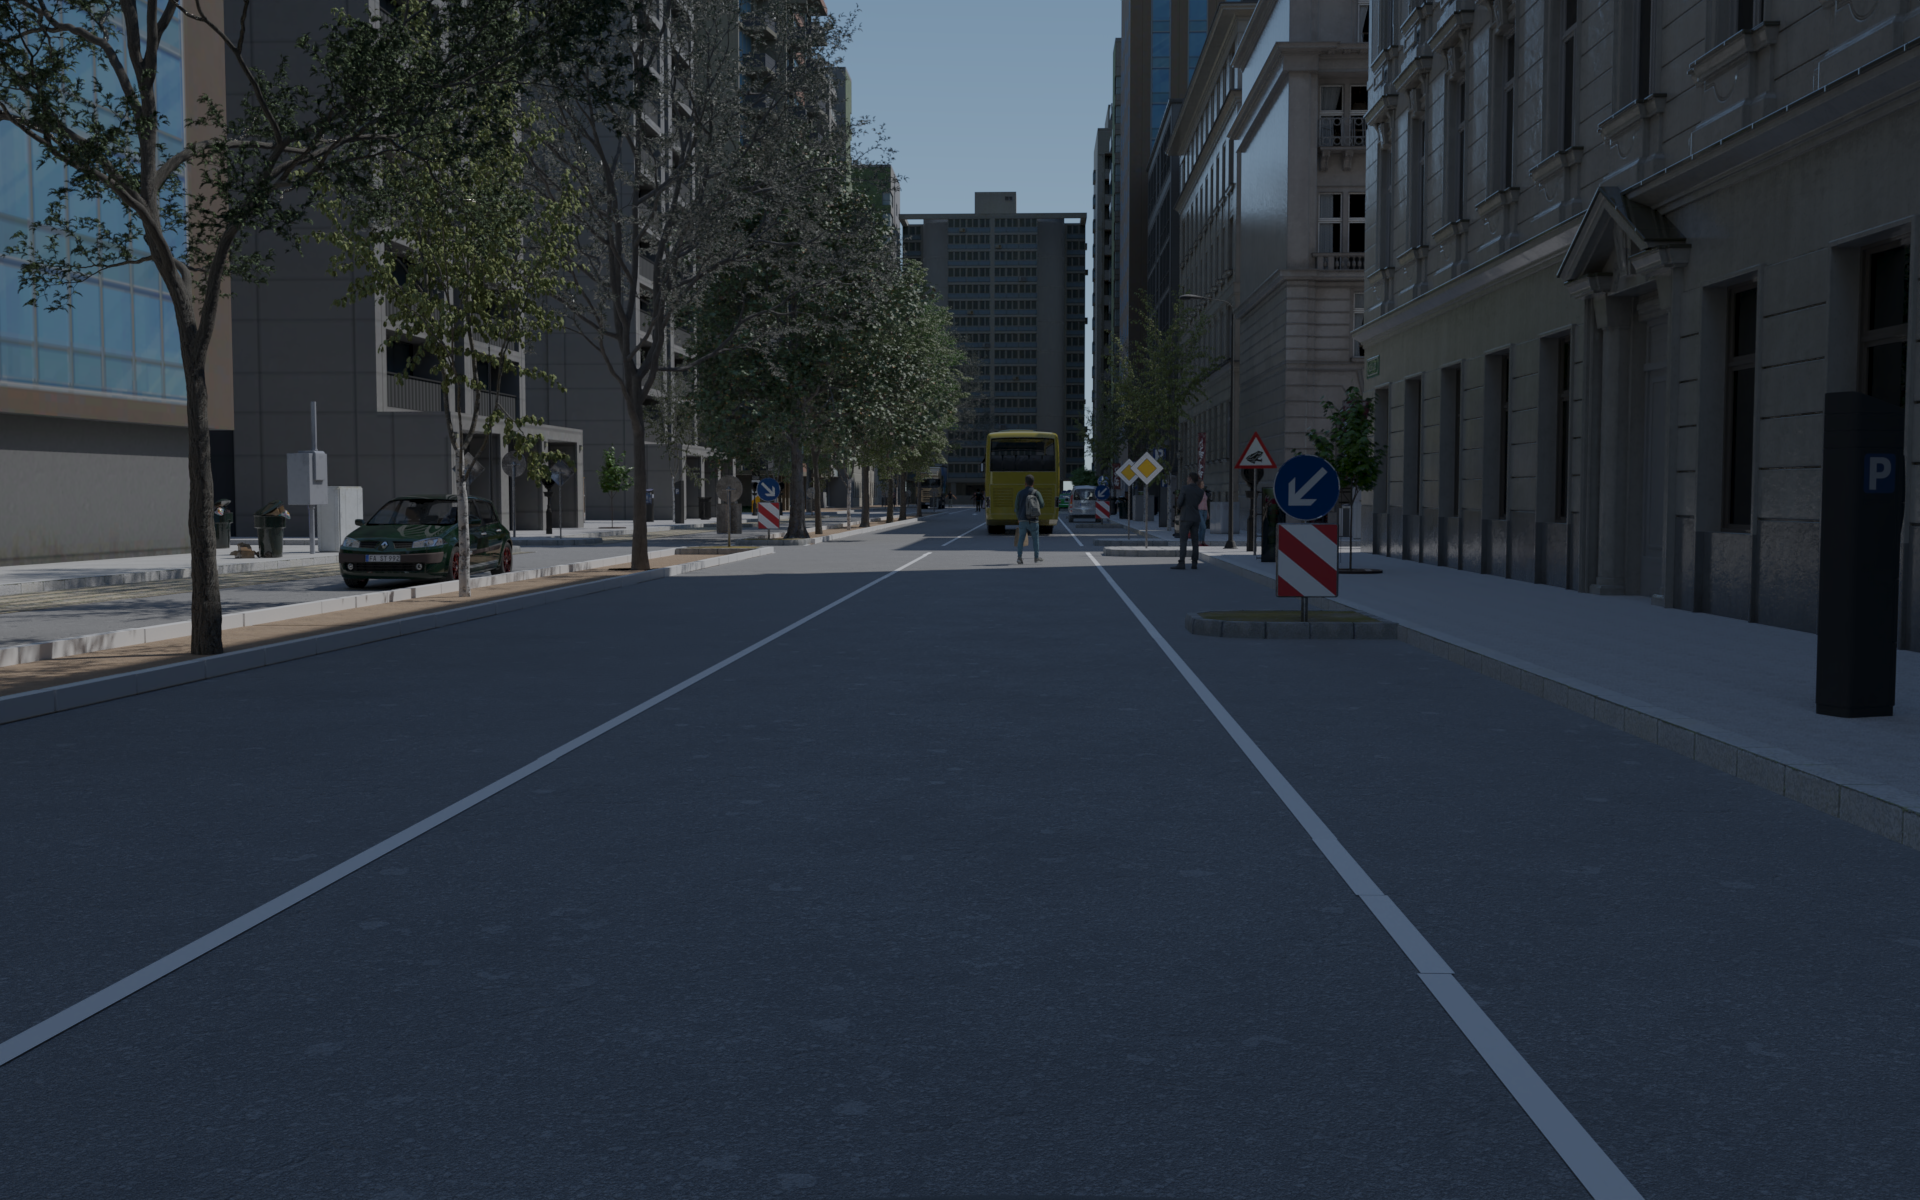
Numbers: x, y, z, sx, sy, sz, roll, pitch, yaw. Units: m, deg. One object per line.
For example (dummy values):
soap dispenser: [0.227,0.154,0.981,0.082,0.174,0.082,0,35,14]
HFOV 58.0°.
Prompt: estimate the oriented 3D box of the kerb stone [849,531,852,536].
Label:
kerb stone: [-3.842,-2.219,58.481,0.120,0.150,1.000,0,4,3]

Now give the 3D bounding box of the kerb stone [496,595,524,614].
kerb stone: [-5.537,0.069,21.063,0.120,0.150,1.000,0,4,3]

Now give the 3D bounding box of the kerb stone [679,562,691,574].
kerb stone: [-5.070,-0.557,31.312,0.120,0.150,1.000,0,4,3]

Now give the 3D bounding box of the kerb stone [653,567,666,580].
kerb stone: [-5.172,-0.432,29.252,0.120,0.150,1.000,0,4,3]

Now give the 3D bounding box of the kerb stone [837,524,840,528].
kerb stone: [-5.286,-3.094,72.918,0.120,0.150,1.000,0,4,3]

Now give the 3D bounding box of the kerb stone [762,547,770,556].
kerb stone: [-4.653,-1.121,40.532,0.120,0.150,1.000,0,4,3]

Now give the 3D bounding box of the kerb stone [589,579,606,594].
kerb stone: [-5.359,-0.176,25.151,0.120,0.150,1.000,0,4,3]

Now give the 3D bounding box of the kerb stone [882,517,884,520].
kerb stone: [-4.362,-4.354,93.408,0.120,0.150,1.000,0,4,3]

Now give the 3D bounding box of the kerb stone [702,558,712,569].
kerb stone: [-4.984,-0.683,33.360,0.120,0.150,1.000,0,4,3]

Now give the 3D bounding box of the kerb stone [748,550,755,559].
kerb stone: [-4.753,-0.992,38.481,0.120,0.150,1.000,0,4,3]

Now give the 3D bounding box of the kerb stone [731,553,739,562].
kerb stone: [-4.839,-0.869,36.435,0.120,0.150,1.000,0,4,3]

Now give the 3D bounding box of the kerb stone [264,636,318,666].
kerb stone: [-5.820,0.445,14.929,0.120,0.150,1.000,0,4,3]

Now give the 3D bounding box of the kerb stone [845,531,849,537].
kerb stone: [-3.882,-2.154,57.455,0.120,0.150,1.000,0,4,3]

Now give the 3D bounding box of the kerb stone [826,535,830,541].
kerb stone: [-4.120,-1.843,52.328,0.120,0.150,1.000,0,4,3]

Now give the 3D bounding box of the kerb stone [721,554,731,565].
kerb stone: [-4.886,-0.808,35.409,0.120,0.150,1.000,0,4,3]

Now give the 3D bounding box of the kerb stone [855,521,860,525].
kerb stone: [-4.908,-3.605,81.136,0.120,0.150,1.000,0,4,3]

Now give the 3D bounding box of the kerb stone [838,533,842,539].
kerb stone: [-3.980,-2.032,55.413,0.120,0.150,1.000,0,4,3]

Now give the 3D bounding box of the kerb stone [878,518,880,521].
kerb stone: [-4.446,-4.230,91.362,0.120,0.150,1.000,0,4,3]

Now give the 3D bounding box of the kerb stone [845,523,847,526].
kerb stone: [-5.150,-3.291,75.999,0.120,0.150,1.000,0,4,3]

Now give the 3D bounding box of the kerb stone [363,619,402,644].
kerb stone: [-5.735,0.323,16.977,0.120,0.150,1.000,0,4,3]

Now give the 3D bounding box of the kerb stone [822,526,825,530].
kerb stone: [-5.511,-2.789,67.800,0.120,0.150,1.000,0,4,3]

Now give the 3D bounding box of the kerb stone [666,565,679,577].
kerb stone: [-5.116,-0.494,30.275,0.120,0.150,1.000,0,4,3]

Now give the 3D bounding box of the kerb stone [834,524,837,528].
kerb stone: [-5.325,-3.037,71.896,0.120,0.150,1.000,0,4,3]

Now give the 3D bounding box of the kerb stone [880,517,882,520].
kerb stone: [-4.397,-4.291,92.383,0.120,0.150,1.000,0,4,3]

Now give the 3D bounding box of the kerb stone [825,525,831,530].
kerb stone: [-5.432,-2.914,69.843,0.120,0.150,1.000,0,4,3]

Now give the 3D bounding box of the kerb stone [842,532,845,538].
kerb stone: [-3.930,-2.085,56.434,0.120,0.150,1.000,0,4,3]

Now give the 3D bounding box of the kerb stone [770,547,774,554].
kerb stone: [-4.609,-1.184,41.553,0.120,0.150,1.000,0,4,3]

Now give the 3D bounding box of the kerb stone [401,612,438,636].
kerb stone: [-5.684,0.257,17.998,0.120,0.150,1.000,0,4,3]

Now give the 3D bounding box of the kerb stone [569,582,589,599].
kerb stone: [-5.398,-0.118,24.127,0.120,0.150,1.000,0,4,3]

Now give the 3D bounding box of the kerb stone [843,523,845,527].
kerb stone: [-5.193,-3.222,74.974,0.120,0.150,1.000,0,4,3]

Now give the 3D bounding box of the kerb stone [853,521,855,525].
kerb stone: [-5.007,-3.471,79.080,0.120,0.150,1.000,0,4,3]

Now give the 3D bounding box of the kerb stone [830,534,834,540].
kerb stone: [-4.074,-1.901,53.363,0.120,0.150,1.000,0,4,3]

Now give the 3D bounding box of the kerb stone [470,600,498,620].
kerb stone: [-5.594,0.138,20.043,0.120,0.150,1.000,0,4,3]

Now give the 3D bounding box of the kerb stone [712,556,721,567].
kerb stone: [-4.943,-0.746,34.387,0.120,0.150,1.000,0,4,3]

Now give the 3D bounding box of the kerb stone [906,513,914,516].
kerb stone: [-3.327,-5.728,115.918,0.120,0.150,1.000,0,4,3]

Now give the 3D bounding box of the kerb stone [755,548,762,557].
kerb stone: [-4.706,-1.055,39.506,0.120,0.150,1.000,0,4,3]

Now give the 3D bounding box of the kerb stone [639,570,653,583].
kerb stone: [-5.222,-0.368,28.224,0.120,0.150,1.000,0,4,3]

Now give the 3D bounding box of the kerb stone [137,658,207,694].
kerb stone: [-5.919,0.572,12.887,0.120,0.150,1.000,0,4,3]

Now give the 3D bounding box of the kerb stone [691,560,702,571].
kerb stone: [-5.028,-0.618,32.334,0.120,0.150,1.000,0,4,3]

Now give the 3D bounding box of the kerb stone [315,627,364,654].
kerb stone: [-5.773,0.382,15.956,0.120,0.150,1.000,0,4,3]

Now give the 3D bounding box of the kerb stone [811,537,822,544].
kerb stone: [-4.201,-1.717,50.282,0.120,0.150,1.000,0,4,3]

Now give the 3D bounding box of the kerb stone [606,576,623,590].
kerb stone: [-5.307,-0.243,26.171,0.120,0.150,1.000,0,4,3]

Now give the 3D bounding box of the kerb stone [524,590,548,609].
kerb stone: [-5.489,0.007,22.084,0.120,0.150,1.000,0,4,3]

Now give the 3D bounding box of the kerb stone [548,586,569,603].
kerb stone: [-5.442,-0.056,23.105,0.120,0.150,1.000,0,4,3]

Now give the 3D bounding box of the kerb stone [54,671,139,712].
kerb stone: [-5.962,0.632,11.866,0.120,0.150,1.000,0,4,3]

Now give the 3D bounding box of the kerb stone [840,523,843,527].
kerb stone: [-5.241,-3.160,73.953,0.120,0.150,1.000,0,4,3]

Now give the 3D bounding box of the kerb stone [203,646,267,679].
kerb stone: [-5.868,0.508,13.908,0.120,0.150,1.000,0,4,3]

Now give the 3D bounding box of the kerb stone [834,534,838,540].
kerb stone: [-4.026,-1.967,54.387,0.120,0.150,1.000,0,4,3]

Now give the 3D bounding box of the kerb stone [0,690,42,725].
kerb stone: [-6.014,0.694,10.845,0.120,0.150,1.000,0,4,3]

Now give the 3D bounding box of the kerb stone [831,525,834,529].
kerb stone: [-5.371,-2.977,70.867,0.120,0.150,1.000,0,4,3]

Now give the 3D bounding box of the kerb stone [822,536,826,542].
kerb stone: [-4.169,-1.780,51.305,0.120,0.150,1.000,0,4,3]

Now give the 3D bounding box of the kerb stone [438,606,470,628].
kerb stone: [-5.637,0.200,19.022,0.120,0.150,1.000,0,4,3]

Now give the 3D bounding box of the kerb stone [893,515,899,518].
kerb stone: [-3.849,-5.041,104.669,0.120,0.150,1.000,0,4,3]

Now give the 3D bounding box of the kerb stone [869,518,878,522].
kerb stone: [-4.492,-4.163,90.333,0.120,0.150,1.000,0,4,3]

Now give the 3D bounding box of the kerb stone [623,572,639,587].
kerb stone: [-5.252,-0.306,27.195,0.120,0.150,1.000,0,4,3]

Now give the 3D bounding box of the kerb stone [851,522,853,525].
kerb stone: [-5.054,-3.416,78.053,0.120,0.150,1.000,0,4,3]

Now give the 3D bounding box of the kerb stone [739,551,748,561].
kerb stone: [-4.791,-0.934,37.460,0.120,0.150,1.000,0,4,3]
